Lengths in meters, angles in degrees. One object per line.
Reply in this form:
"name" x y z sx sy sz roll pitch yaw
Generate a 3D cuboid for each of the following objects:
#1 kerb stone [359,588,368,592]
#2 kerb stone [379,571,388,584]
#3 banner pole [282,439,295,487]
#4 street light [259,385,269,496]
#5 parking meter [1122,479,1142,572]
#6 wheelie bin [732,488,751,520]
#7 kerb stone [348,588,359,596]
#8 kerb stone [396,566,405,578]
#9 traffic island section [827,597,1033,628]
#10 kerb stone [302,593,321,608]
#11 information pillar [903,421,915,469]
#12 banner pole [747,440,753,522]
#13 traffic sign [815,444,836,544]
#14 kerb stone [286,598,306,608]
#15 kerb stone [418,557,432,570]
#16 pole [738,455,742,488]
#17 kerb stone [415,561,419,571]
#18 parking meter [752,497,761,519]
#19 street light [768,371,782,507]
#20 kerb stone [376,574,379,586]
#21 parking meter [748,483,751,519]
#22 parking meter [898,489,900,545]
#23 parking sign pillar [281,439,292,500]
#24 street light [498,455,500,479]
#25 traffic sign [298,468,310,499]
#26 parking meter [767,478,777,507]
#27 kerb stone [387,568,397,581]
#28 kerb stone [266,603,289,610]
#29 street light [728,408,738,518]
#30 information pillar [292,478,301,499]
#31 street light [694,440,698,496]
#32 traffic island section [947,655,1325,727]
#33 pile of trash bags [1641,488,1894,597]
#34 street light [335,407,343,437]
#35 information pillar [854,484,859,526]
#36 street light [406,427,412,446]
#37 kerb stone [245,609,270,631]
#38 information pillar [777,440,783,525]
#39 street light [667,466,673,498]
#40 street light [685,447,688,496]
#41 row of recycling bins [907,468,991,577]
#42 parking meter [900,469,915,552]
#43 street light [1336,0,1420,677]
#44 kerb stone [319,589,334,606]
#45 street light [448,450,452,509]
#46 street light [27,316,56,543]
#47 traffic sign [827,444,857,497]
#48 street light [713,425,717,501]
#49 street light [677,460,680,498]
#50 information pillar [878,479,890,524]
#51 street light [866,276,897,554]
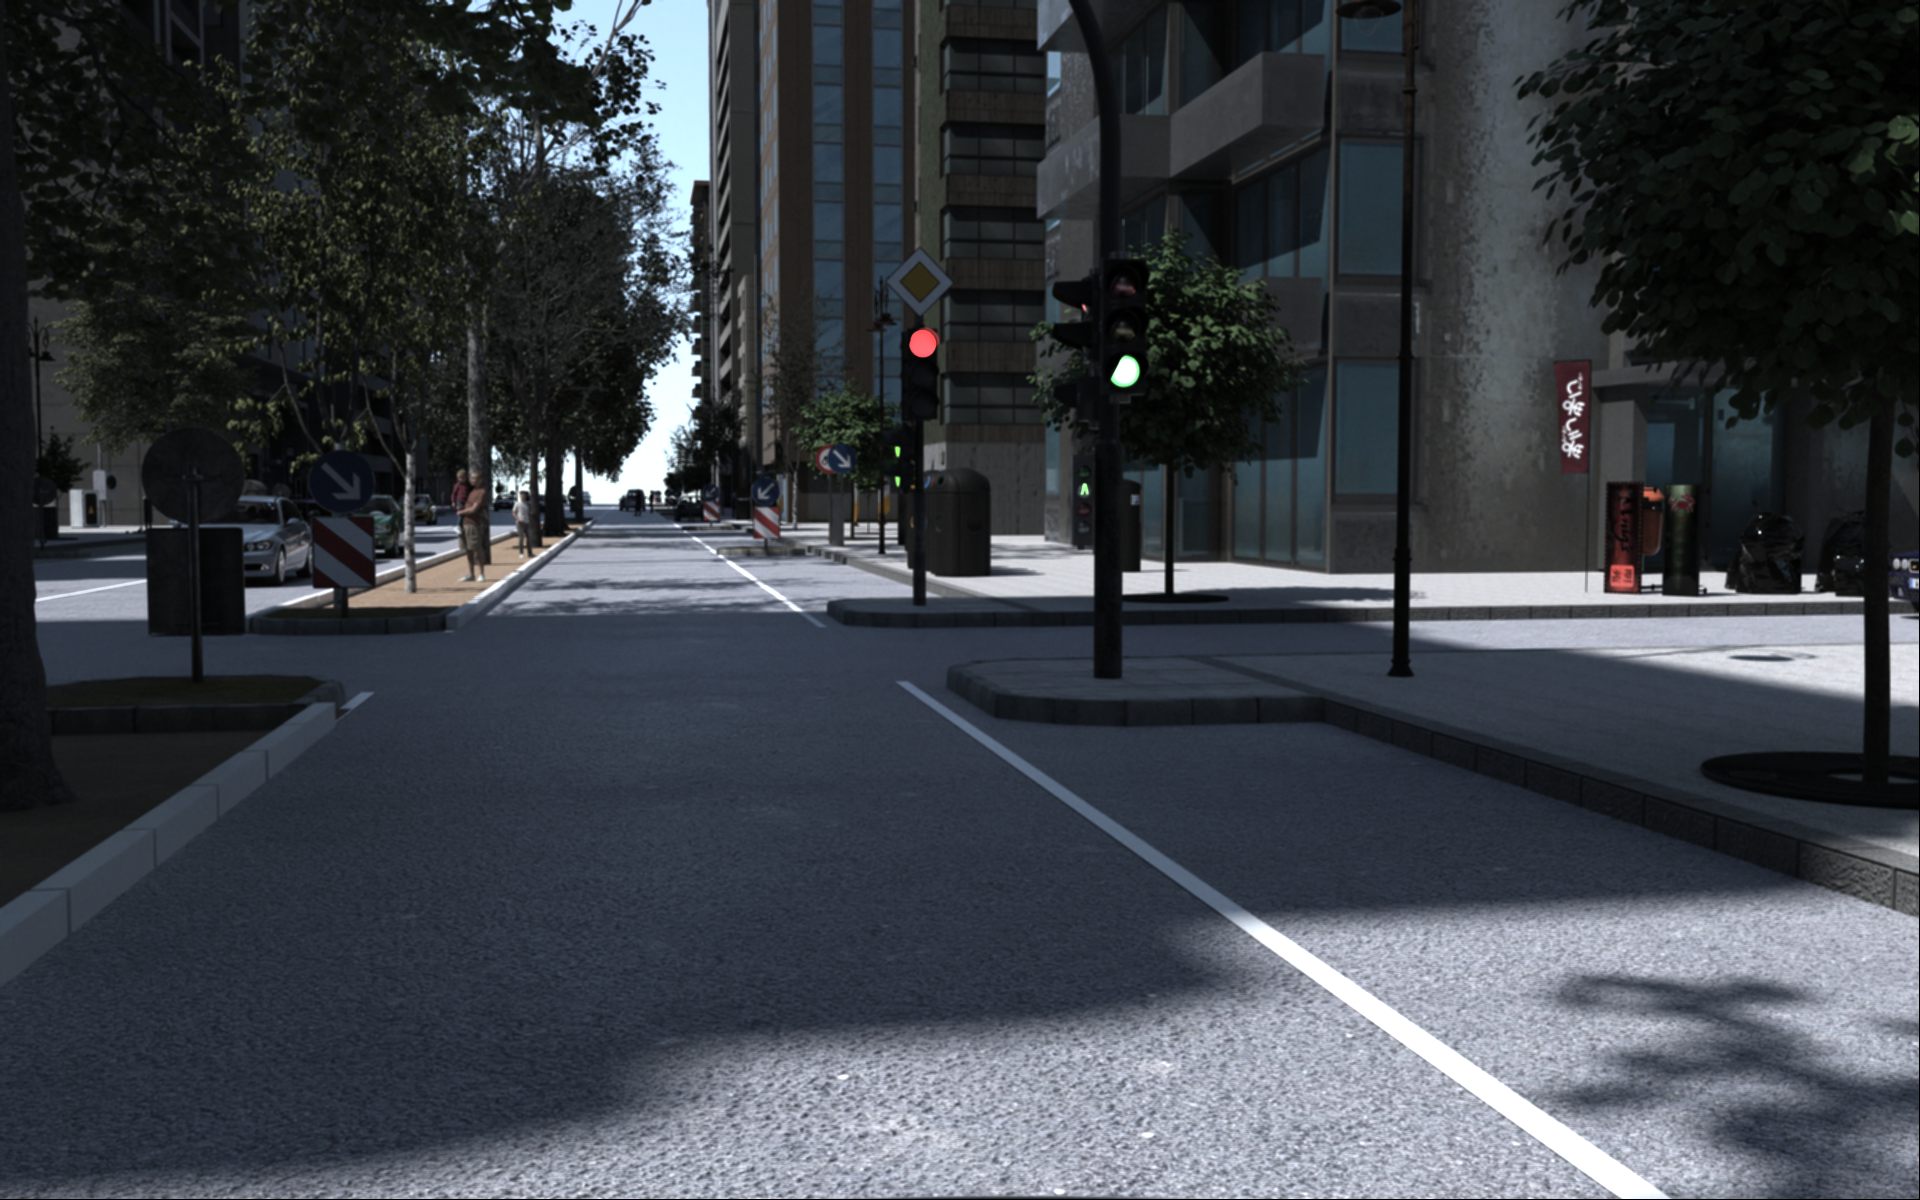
"kerb stone" -8.845 -0.199 25.452 0.120 0.150 1.000 -1 4 -11
"kerb stone" -9.240 -0.321 27.464 0.120 0.150 1.000 -1 4 -11
"banner pole" -30.299 -5.387 78.099 0.863 3.779 0.401 1 4 20
"street light" -29.364 -6.143 73.228 0.468 5.910 1.993 -1 4 -11
"parking meter" 2.789 -1.229 28.500 0.372 1.533 0.369 0 3 0
"wheelie bin" -10.773 -4.740 85.402 0.980 1.594 0.693 -1 4 -17
"kerb stone" -8.666 -0.137 24.441 0.120 0.150 1.000 -1 4 -11
"kerb stone" -9.625 -0.444 29.481 0.120 0.150 1.000 -1 4 -11
"traffic island section" -0.445 0.140 19.986 2.009 0.180 2.903 -1 4 -11
"kerb stone" -8.093 0.047 21.429 0.120 0.150 1.000 -1 4 -11
"information pillar" -1.598 -3.894 55.018 0.504 3.616 0.183 0 4 5
"banner pole" -9.675 -5.536 80.528 0.401 3.779 0.863 0 4 -1
"traffic sign" -3.318 -2.705 44.331 0.768 2.556 0.104 0 4 -2
"kerb stone" -7.901 0.110 20.423 0.120 0.150 1.000 -1 4 -11
"kerb stone" -10.382 -0.691 33.500 0.120 0.150 1.000 -1 4 -11
"pole" -11.459 -5.903 90.354 0.158 3.312 0.155 0 3 0
"kerb stone" -9.998 -0.569 31.491 0.120 0.150 1.000 -1 4 -11
"parking meter" -9.256 -4.501 79.307 0.255 1.863 0.399 0 4 2
"street light" -6.909 -5.635 64.925 0.468 5.910 1.993 -1 4 -11
"kerb stone" -9.045 -0.261 26.460 0.120 0.150 1.000 -1 4 -11
"parking meter" -10.886 -5.185 90.493 0.255 1.863 0.399 2 4 24
"parking meter" -1.351 -2.317 43.602 0.399 1.863 0.255 1 4 12
"parking sign pillar" -32.957 -5.896 84.875 1.447 3.967 1.447 -1 4 -18
"street light" -53.910 -14.047 202.455 0.468 5.910 1.993 -1 4 -11
"traffic sign" -31.492 -5.102 83.521 0.768 2.556 0.104 -1 4 -10
"parking meter" -6.901 -3.524 63.327 0.399 1.863 0.255 0 4 4
"kerb stone" -9.423 -0.384 28.469 0.120 0.150 1.000 -1 4 -11
"kerb stone" -7.714 0.170 19.418 0.120 0.150 1.000 -1 4 -11
"street light" -12.183 -7.354 93.019 0.468 5.910 1.993 -1 4 -11
"information pillar" -30.604 -4.613 79.916 0.304 2.012 0.304 2 4 31
"street light" -21.340 -10.267 140.645 0.468 5.910 1.993 -1 4 -11
"traffic island section" 1.045 0.620 12.141 2.009 0.180 2.903 -1 4 -11
"pile of trash bags" 10.516 -0.805 22.921 3.447 1.369 1.912 2 4 33
"street light" -32.897 -7.284 91.887 0.468 5.910 1.993 -1 4 -11
"information pillar" -4.146 -4.766 69.282 0.183 3.616 0.504 1 4 13
"street light" -38.230 -9.008 120.071 0.468 5.910 1.993 -1 4 -11
"kerb stone" -7.515 0.233 18.416 0.120 0.150 1.000 -1 4 -11
"information pillar" -7.538 -4.950 72.287 0.183 3.616 0.504 1 4 22
"street light" -42.112 -16.953 249.966 0.468 5.910 1.993 -1 4 -11
"street light" -26.662 -11.997 168.945 0.468 5.910 1.993 -1 4 -11
"row of recycling bins" -0.170 -1.302 28.406 1.069 1.692 3.534 -1 4 -10
"parking meter" -1.046 -2.007 38.532 0.399 1.863 0.255 1 4 16
"street light" 3.111 -2.401 12.049 0.468 5.910 1.993 -1 4 -11
"kerb stone" -8.275 -0.010 22.435 0.120 0.150 1.000 -1 4 -11
"street light" -43.609 -10.739 148.370 0.468 5.910 1.993 -1 4 -11
"street light" -23.998 -4.426 45.152 0.468 5.910 1.993 -1 4 -11
"traffic sign" -2.982 -2.678 43.883 0.768 2.556 0.104 0 4 -2
"street light" -15.889 -8.527 112.208 0.468 5.910 1.993 -1 4 -11
"street light" -31.449 -13.518 193.799 0.468 5.910 1.993 -1 4 -11
"information pillar" -3.216 -5.011 73.278 0.504 3.616 0.183 -2 4 -28
"street light" -1.667 -3.917 36.825 0.468 5.910 1.993 -1 4 -11
